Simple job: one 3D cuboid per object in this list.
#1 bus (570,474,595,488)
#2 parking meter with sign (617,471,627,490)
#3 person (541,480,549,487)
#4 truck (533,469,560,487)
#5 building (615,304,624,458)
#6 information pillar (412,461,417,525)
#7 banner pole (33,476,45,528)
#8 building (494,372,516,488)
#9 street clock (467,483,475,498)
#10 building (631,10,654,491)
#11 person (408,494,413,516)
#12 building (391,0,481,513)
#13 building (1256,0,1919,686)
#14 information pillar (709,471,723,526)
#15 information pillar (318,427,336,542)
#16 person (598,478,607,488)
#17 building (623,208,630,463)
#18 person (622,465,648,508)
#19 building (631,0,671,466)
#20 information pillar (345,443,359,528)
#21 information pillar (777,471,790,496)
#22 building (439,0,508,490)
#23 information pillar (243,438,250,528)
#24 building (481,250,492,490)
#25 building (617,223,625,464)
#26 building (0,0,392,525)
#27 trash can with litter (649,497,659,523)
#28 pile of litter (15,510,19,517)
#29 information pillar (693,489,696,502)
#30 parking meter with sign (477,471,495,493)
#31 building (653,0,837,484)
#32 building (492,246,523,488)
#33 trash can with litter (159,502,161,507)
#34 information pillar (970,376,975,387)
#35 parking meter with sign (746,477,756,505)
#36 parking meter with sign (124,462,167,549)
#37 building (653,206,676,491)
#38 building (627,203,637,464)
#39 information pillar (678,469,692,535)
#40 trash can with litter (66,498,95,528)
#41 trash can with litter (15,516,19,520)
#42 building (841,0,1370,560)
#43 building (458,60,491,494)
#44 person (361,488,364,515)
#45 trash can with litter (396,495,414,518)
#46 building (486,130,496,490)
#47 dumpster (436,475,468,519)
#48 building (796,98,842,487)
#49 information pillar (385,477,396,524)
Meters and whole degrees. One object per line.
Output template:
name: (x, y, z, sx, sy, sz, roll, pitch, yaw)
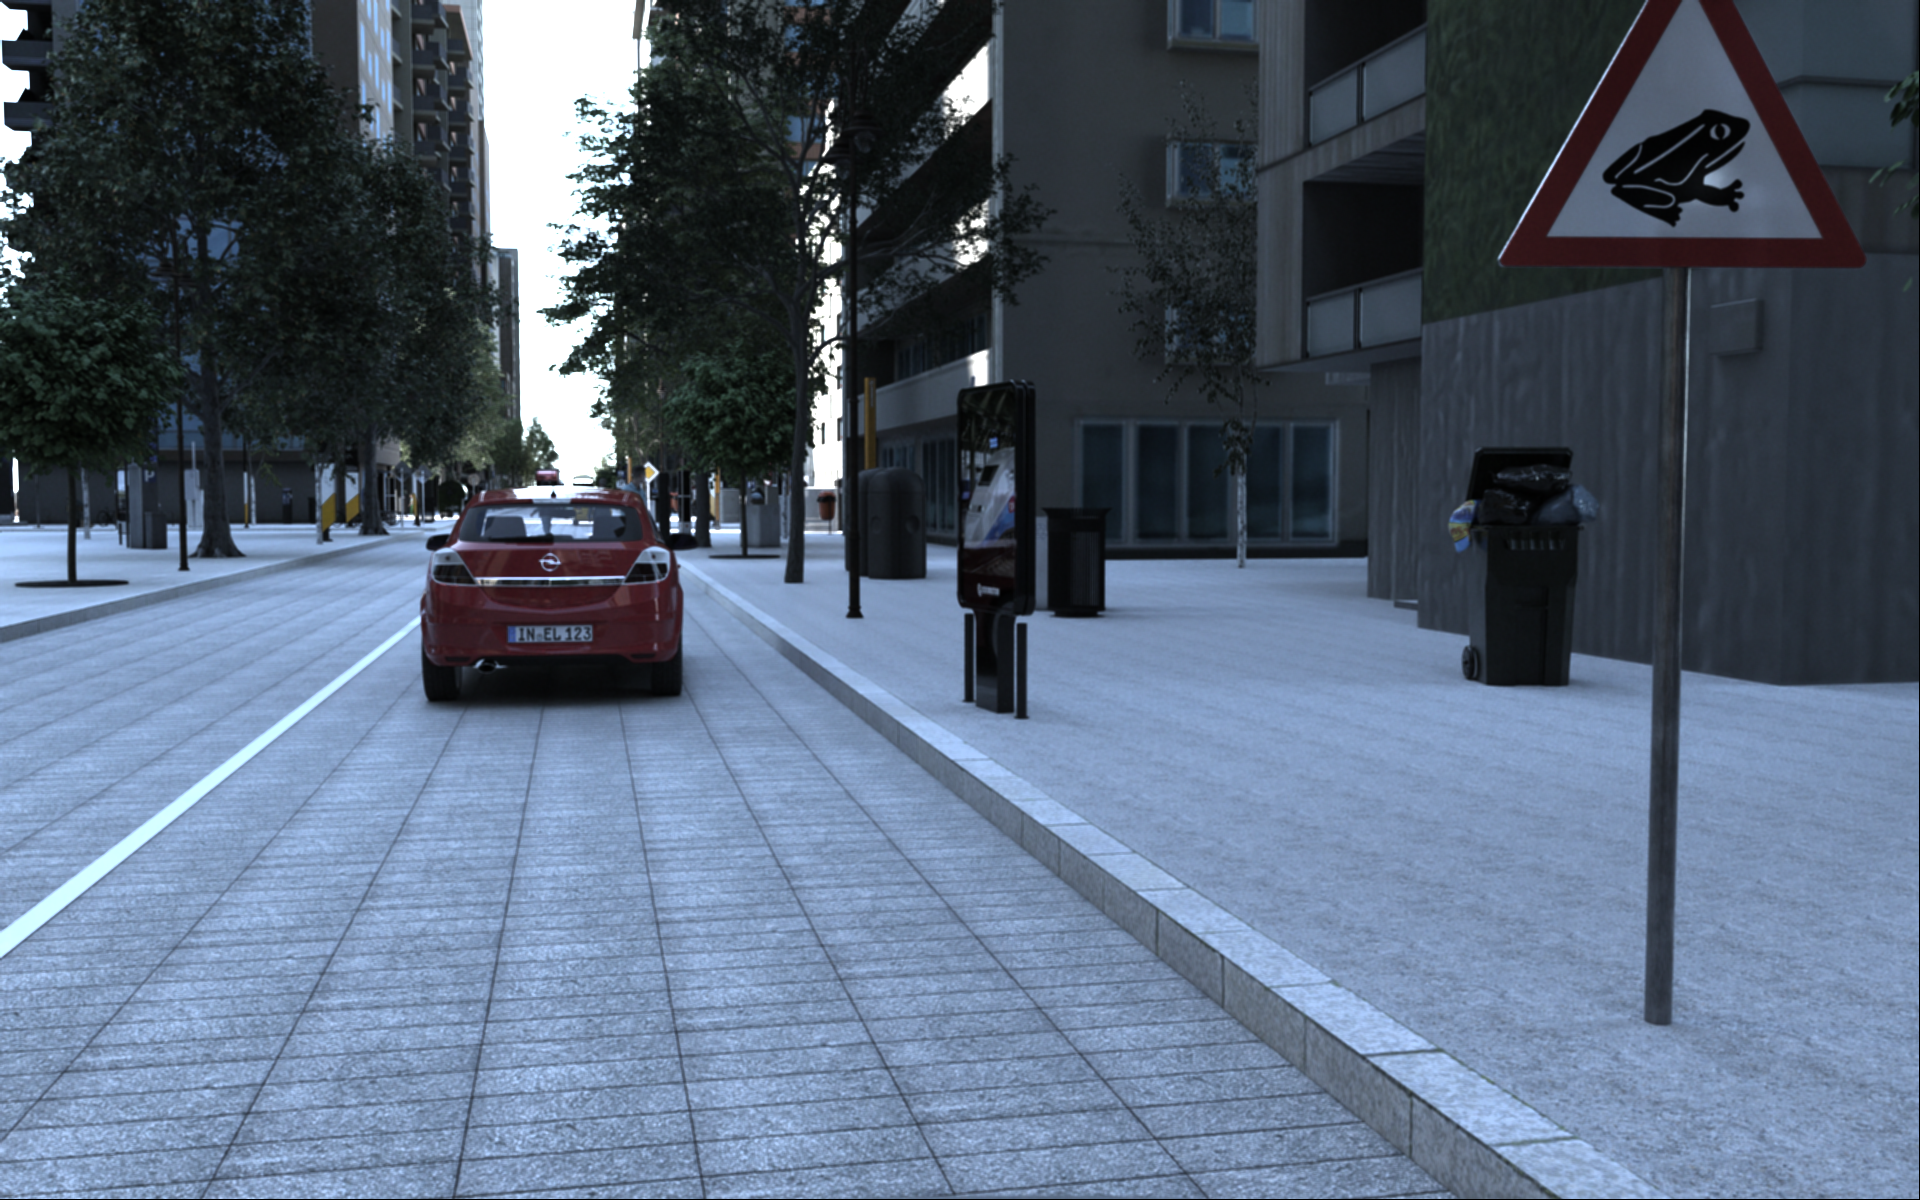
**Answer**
bus: (-45.178, -13.205, 207.447, 2.896, 3.916, 12.252, -1, 4, -13)
parking meter with sign: (-24.901, -8.073, 128.249, 0.543, 3.016, 1.738, -2, 4, -26)
person: (-10.483, -2.144, 43.906, 0.721, 1.781, 0.623, 0, 4, 1)
truck: (-45.742, -12.437, 192.261, 2.839, 4.237, 11.283, -1, 4, -12)
building: (-51.379, -37.306, 293.540, 14.154, 41.232, 14.086, -1, 4, -12)
information pillar: (-22.539, -4.909, 71.609, 0.183, 3.616, 0.504, 0, 4, -6)
banner pole: (-34.578, -4.578, 64.860, 0.401, 3.779, 0.863, -2, 4, -25)
building: (-80.472, -25.133, 255.970, 27.650, 21.520, 28.899, -1, 4, -12)
street clock: (-30.530, -6.336, 108.162, 0.471, 2.002, 0.358, 1, 4, 19)
building: (-27.361, -40.395, 202.451, 21.231, 58.520, 28.212, -1, 4, -12)
person: (-32.216, -5.610, 102.011, 0.590, 1.304, 0.306, -2, 4, -34)
building: (-54.244, -30.411, 151.852, 22.147, 44.769, 28.867, -1, 4, -12)
building: (10.879, -20.483, 18.485, 14.154, 41.232, 14.086, -1, 4, -12)
information pillar: (-9.860, -4.773, 69.396, 0.183, 3.616, 0.504, 3, 4, 37)
information pillar: (-17.096, -3.387, 46.738, 0.504, 3.616, 0.183, 1, 4, 18)
person: (-8.425, -1.953, 40.610, 0.661, 1.801, 0.590, -2, 4, -31)
building: (-41.398, -36.728, 250.611, 14.600, 45.320, 14.200, -1, 4, -12)
person: (-4.637, -0.995, 24.626, 0.748, 1.841, 0.638, 3, 5, 41)
building: (-18.106, -35.864, 175.616, 28.713, 52.752, 27.495, -1, 4, -12)
information pillar: (-23.336, -4.591, 66.415, 0.504, 3.616, 0.183, -2, 4, -29)
information pillar: (-5.709, -3.150, 56.002, 0.304, 2.012, 0.304, 3, 5, 44)
building: (-71.587, -48.492, 231.097, 20.563, 71.187, 20.611, -1, 4, -12)
information pillar: (-27.116, -4.550, 65.740, 0.183, 3.616, 0.504, -1, 4, -19)
building: (-58.671, -25.473, 188.189, 14.160, 30.474, 14.107, -1, 4, -12)
building: (-42.611, -37.808, 272.782, 22.147, 44.769, 28.867, -1, 4, -12)
building: (-33.970, -26.251, 79.318, 14.600, 45.320, 14.200, -1, 4, -12)
trash can with litter: (-13.733, -4.059, 77.747, 0.624, 1.170, 1.055, -1, 4, -9)
pile of litter: (-52.769, -5.117, 97.622, 1.719, 0.858, 1.176, -1, 4, -9)
information pillar: (-15.688, -6.843, 103.237, 0.504, 3.616, 0.183, 0, 4, 4)
parking meter with sign: (-35.603, -8.120, 129.025, 1.738, 3.016, 0.543, 0, 4, 1)
building: (-11.602, -29.141, 131.084, 22.147, 44.769, 28.867, -1, 4, -12)
building: (-77.857, -36.348, 277.891, 14.154, 41.232, 14.086, -1, 4, -12)
trash can with litter: (-30.840, -3.343, 66.044, 0.624, 1.170, 1.055, -1, 4, -22)
information pillar: (0.242, -2.625, 34.272, 0.183, 3.616, 0.504, 0, 4, 6)
parking meter with sign: (-9.181, -4.891, 76.222, 0.543, 3.016, 1.738, 0, 4, -7)
parking meter with sign: (-19.223, -2.719, 40.715, 1.738, 3.016, 0.543, 3, 5, 40)
building: (-20.314, -23.390, 154.121, 14.160, 30.474, 14.107, -1, 4, -12)
building: (-38.053, -33.802, 236.250, 14.154, 41.232, 14.086, -1, 4, -12)
information pillar: (-8.151, -2.861, 51.272, 0.304, 2.012, 0.304, -2, 4, -34)
trash can with litter: (-33.161, -3.300, 65.342, 1.055, 1.170, 0.624, 1, 4, 13)
trash can with litter: (-46.883, -4.583, 85.992, 1.678, 1.210, 2.233, 0, 4, -2)
building: (8.984, -25.721, 44.248, 21.300, 48.544, 21.600, -1, 4, -12)
building: (-55.641, -32.038, 173.936, 14.600, 45.320, 14.200, -1, 4, -12)
person: (-25.374, -4.149, 74.068, 0.419, 1.800, 0.721, 1, 4, 14)
trash can with litter: (-29.644, -4.922, 91.540, 2.233, 1.210, 1.678, 2, 4, 32)
building: (-61.821, -33.727, 201.554, 14.600, 45.320, 14.200, -1, 4, -12)
dumpster: (-26.210, -5.308, 89.276, 1.502, 2.255, 1.985, -1, 4, -12)
building: (7.678, -14.932, 89.177, 28.899, 21.520, 27.650, -1, 4, -12)
information pillar: (-24.223, -4.232, 73.692, 0.304, 2.012, 0.304, -3, 5, -43)
